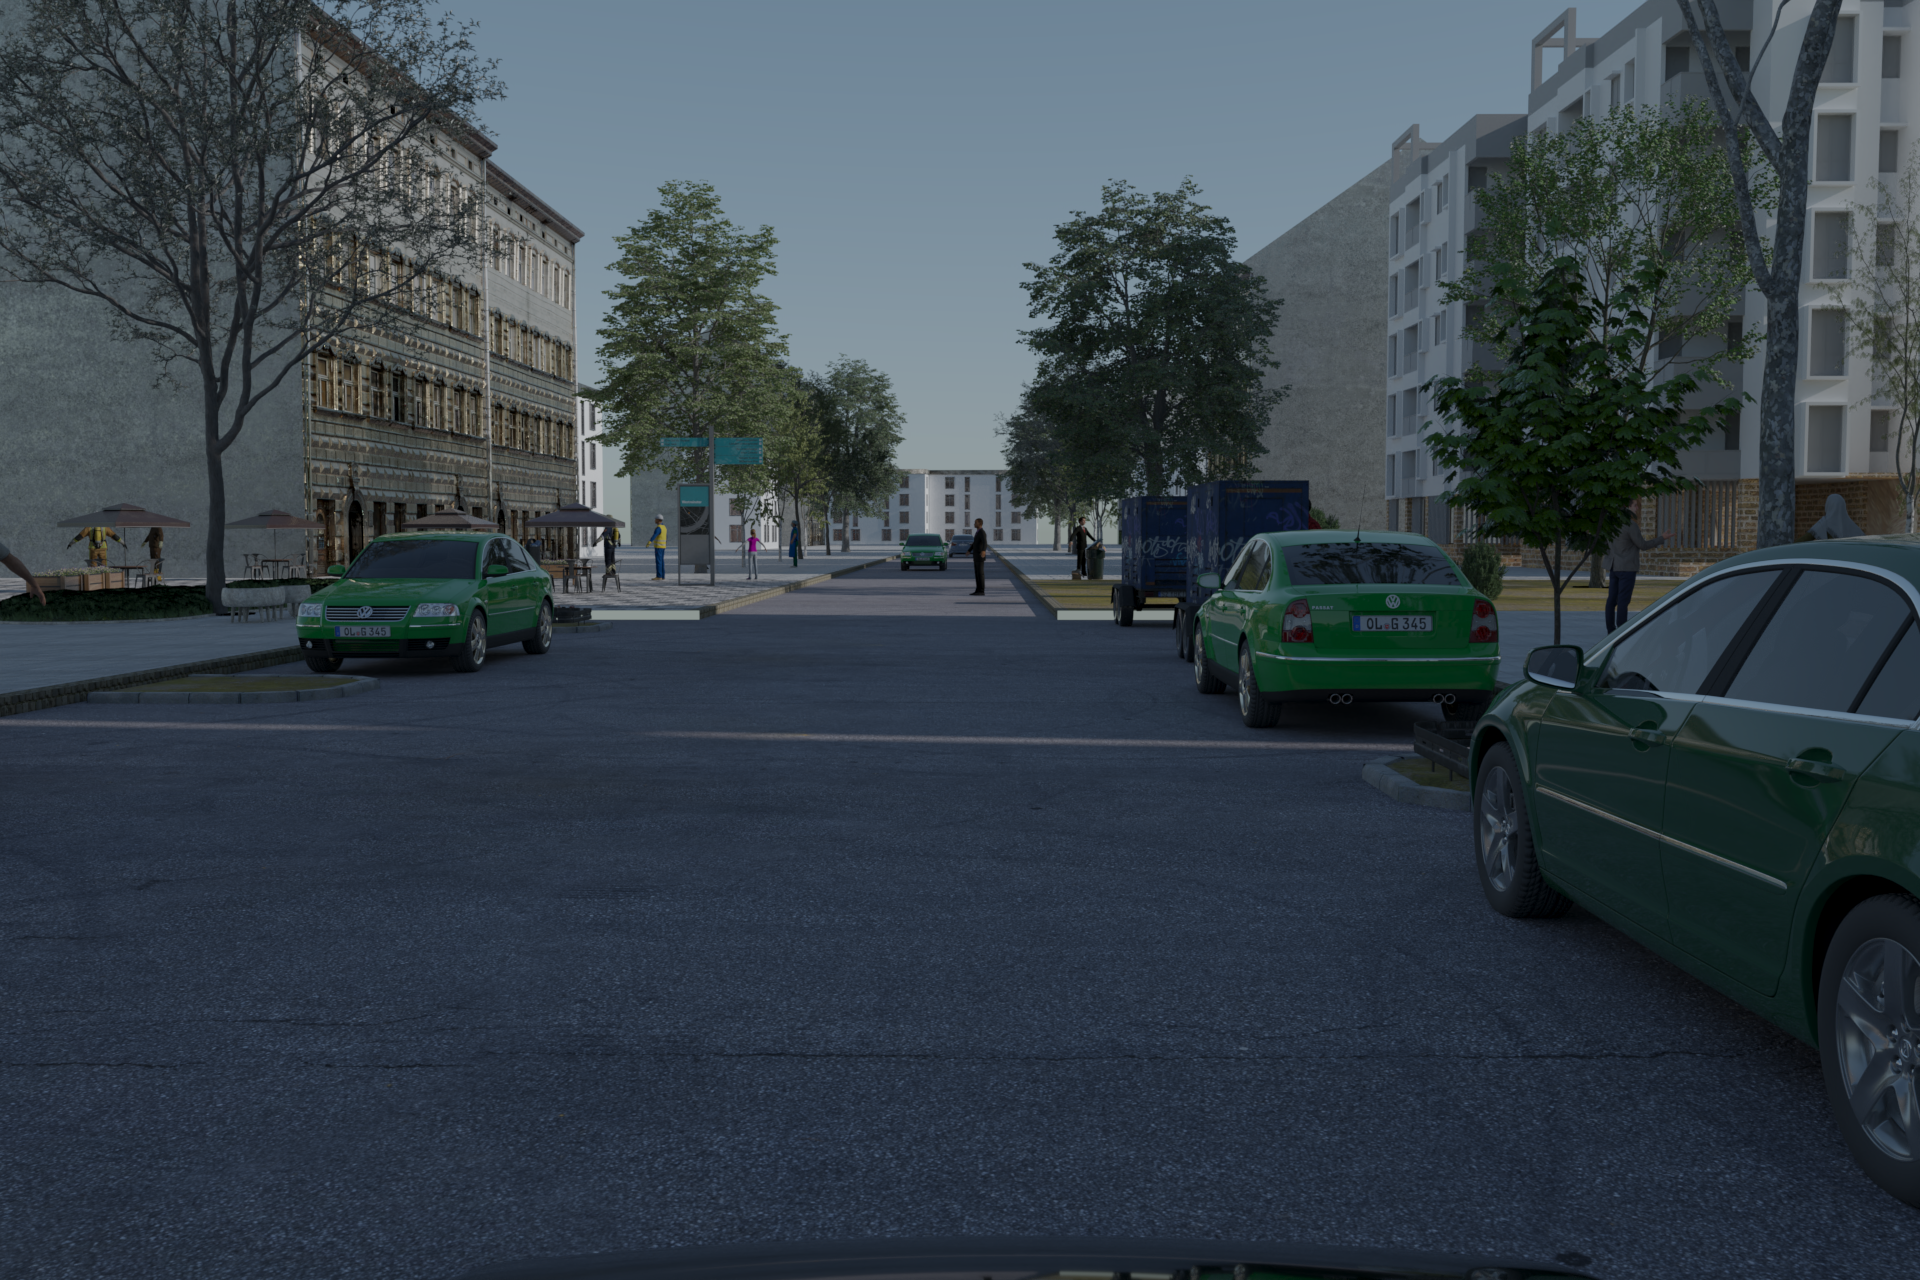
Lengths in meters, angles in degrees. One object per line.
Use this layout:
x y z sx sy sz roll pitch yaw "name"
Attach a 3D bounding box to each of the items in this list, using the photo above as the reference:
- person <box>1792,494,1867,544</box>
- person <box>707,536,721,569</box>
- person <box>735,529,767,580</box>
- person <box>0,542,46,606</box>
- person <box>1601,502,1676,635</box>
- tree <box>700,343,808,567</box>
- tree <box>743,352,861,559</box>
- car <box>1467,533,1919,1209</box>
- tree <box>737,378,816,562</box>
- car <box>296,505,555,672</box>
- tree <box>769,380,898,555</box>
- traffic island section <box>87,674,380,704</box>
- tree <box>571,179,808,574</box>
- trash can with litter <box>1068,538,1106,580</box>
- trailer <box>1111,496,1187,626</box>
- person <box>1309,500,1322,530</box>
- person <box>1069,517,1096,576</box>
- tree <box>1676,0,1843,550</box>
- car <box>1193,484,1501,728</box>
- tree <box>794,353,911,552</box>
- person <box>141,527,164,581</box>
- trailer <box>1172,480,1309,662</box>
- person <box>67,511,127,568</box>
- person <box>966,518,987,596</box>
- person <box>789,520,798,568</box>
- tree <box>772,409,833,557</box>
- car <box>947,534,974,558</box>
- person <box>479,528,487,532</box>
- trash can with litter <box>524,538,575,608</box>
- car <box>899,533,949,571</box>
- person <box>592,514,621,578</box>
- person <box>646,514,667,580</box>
9.917 -0.796 19.786 1.217 1.736 0.721 0 4 -4 "person"
-9.372 -3.483 63.083 1.345 1.843 0.704 -1 4 -21 "person"
-5.881 -2.424 48.901 0.991 1.433 0.599 -2 4 -34 "person"
-7.221 -0.250 12.400 0.705 1.847 1.347 3 5 40 "person"
8.211 -0.883 21.003 0.750 1.759 0.617 0 4 1 "person"
-8.170 -7.090 66.283 4.737 8.622 4.395 0 3 0 "tree"
-8.462 -9.398 88.067 7.601 10.594 8.767 0 4 6 "tree"
2.916 0.410 5.089 2.131 1.459 4.920 0 4 0 "car"
-8.546 -7.984 80.896 4.737 8.622 4.395 0 3 0 "tree"
-5.845 -0.645 19.349 1.959 1.807 4.718 0 4 1 "car"
-7.962 -10.390 104.293 8.767 10.594 7.601 -1 4 -12 "tree"
-6.388 0.443 15.627 1.991 0.108 1.994 0 4 1 "traffic island section"
-8.776 -8.459 56.429 7.486 12.596 7.792 0 3 0 "tree"
3.558 -2.275 48.590 1.055 1.170 0.624 0 4 -1 "trash can with litter"
3.158 -1.274 27.877 1.471 1.999 3.904 0 4 -1 "trailer"
4.934 -1.157 25.033 0.704 1.816 1.345 -2 4 -27 "person"
3.727 -2.842 52.651 1.347 1.806 0.705 -3 5 -45 "person"
9.416 -10.091 20.871 12.611 20.169 13.585 0 3 0 "tree"
2.999 -0.329 14.167 1.959 1.807 4.718 0 4 0 "car"
-8.144 -13.271 123.638 9.857 13.997 8.962 0 3 0 "tree"
-21.741 -2.482 46.723 0.704 1.812 1.346 -3 5 -45 "person"
3.231 -0.813 20.342 1.471 1.999 3.904 0 4 0 "trailer"
-21.367 -2.272 42.908 1.354 1.858 0.705 -2 4 -30 "person"
0.420 -1.939 40.384 0.704 1.802 1.346 -1 4 -16 "person"
-6.376 -3.684 66.366 0.704 1.817 1.347 0 4 -5 "person"
-8.717 -8.952 96.734 4.737 8.622 4.395 0 3 0 "tree"
0.178 -5.796 106.766 2.014 1.417 4.499 0 3 0 "car"
-15.675 -3.091 57.340 0.721 1.733 1.217 1 4 15 "person"
-6.990 -1.108 29.172 1.678 1.210 2.233 0 4 1 "trash can with litter"
-1.420 -3.677 68.910 1.959 1.807 4.718 0 4 1 "car"
-10.239 -2.736 50.505 0.705 1.856 1.354 1 4 23 "person"
-8.405 -2.587 48.273 0.705 1.833 1.349 1 4 12 "person"
